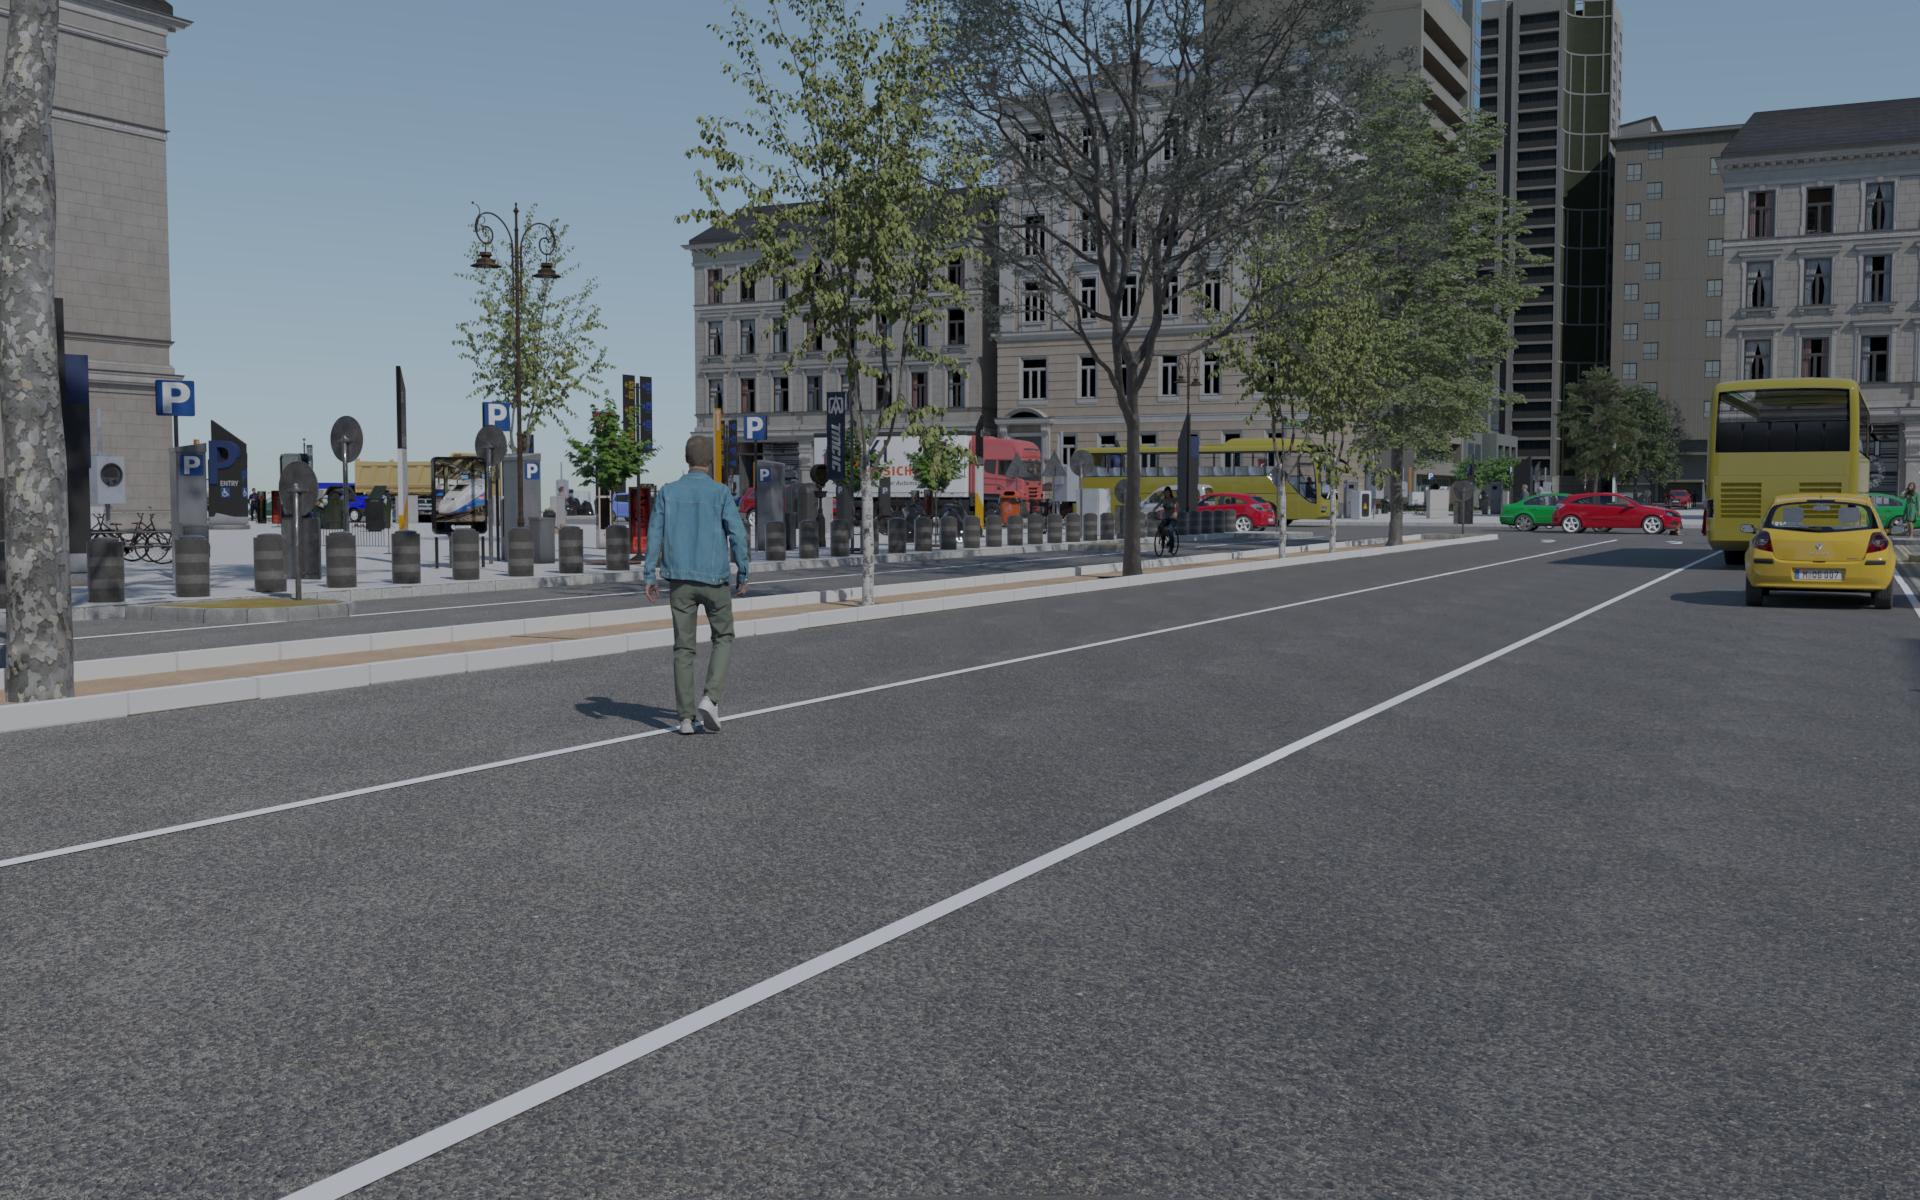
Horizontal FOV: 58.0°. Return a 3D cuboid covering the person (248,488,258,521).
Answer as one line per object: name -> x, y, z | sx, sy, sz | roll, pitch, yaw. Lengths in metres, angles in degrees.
person -> -35.137, -4.708, 86.184 | 0.576, 1.737, 0.504 | -1, 4, -17

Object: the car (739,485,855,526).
car -> -6.867, -3.942, 73.117 | 5.304, 1.827, 2.281 | 2, 4, 28

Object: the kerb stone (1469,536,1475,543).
kerb stone -> 14.943, -1.764, 51.029 | 0.120, 0.150, 1.000 | 2, 4, 27

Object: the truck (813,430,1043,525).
truck -> -1.181, -5.452, 78.055 | 11.283, 4.237, 2.839 | 2, 4, 26

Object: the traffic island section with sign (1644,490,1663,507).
traffic island section with sign -> 64.461, -9.400, 162.322 | 1.989, 1.847, 2.006 | 2, 4, 27

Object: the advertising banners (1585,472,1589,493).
advertising banners -> 49.805, -8.650, 137.617 | 0.090, 3.025, 2.074 | 2, 4, 30

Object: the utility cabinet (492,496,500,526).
utility cabinet -> -18.259, -3.579, 69.680 | 1.020, 1.237, 0.306 | -1, 4, -22

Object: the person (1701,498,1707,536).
person -> 25.724, -2.972, 59.562 | 0.387, 1.526, 0.523 | -1, 4, -9

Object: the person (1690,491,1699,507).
person -> 80.222, -11.051, 189.214 | 1.348, 1.821, 0.705 | -1, 4, -11

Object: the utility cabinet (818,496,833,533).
utility cabinet -> -4.409, -2.797, 56.896 | 0.306, 1.237, 1.020 | 0, 4, 7

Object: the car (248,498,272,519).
car -> -39.080, -5.420, 100.420 | 4.920, 1.459, 2.131 | 2, 4, 25

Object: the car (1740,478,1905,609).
car -> 11.492, -0.789, 23.131 | 2.015, 1.641, 3.980 | 2, 4, 27

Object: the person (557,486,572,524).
person -> -17.726, -4.210, 77.695 | 0.532, 1.782, 0.716 | -3, 5, -42

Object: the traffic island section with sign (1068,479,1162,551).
traffic island section with sign -> 4.055, -2.176, 44.203 | 1.989, 1.847, 2.006 | 2, 4, 27

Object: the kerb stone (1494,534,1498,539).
kerb stone -> 16.825, -1.987, 54.688 | 0.120, 0.150, 1.000 | 2, 4, 27

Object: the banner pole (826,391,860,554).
banner pole -> -2.522, -2.886, 37.198 | 0.863, 3.779, 0.401 | 2, 4, 27

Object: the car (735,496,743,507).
car -> -10.161, -4.768, 90.545 | 3.894, 1.354, 1.945 | 2, 4, 28

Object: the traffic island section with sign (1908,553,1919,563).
traffic island section with sign -> 20.951, -1.682, 36.128 | 1.989, 1.847, 2.006 | 2, 4, 27

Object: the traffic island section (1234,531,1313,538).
traffic island section -> 10.523, -2.161, 57.612 | 2.009, 0.180, 2.903 | 2, 4, 27

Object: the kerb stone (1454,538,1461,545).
kerb stone -> 14.006, -1.646, 49.195 | 0.120, 0.150, 1.000 | 2, 4, 27

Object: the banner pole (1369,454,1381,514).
banner pole -> 26.208, -7.262, 108.756 | 0.401, 3.779, 0.863 | -1, 4, -16

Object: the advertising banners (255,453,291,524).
advertising banners -> -29.459, -4.790, 74.511 | 2.074, 3.025, 0.090 | 1, 4, 19

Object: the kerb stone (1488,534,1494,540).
kerb stone -> 16.352, -1.931, 53.773 | 0.120, 0.150, 1.000 | 2, 4, 27

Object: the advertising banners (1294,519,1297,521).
advertising banners -> 15.454, -5.398, 84.442 | 2.074, 3.025, 0.090 | 2, 4, 33

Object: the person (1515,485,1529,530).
person -> 22.222, -3.658, 68.477 | 0.590, 1.801, 0.661 | 2, 4, 31

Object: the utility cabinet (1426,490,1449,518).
utility cabinet -> 25.033, -5.023, 90.808 | 1.173, 1.500, 0.318 | -1, 4, -21

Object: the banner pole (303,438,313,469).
banner pole -> -29.130, -5.344, 77.389 | 0.863, 3.779, 0.401 | 3, 4, 36

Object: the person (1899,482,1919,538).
person -> 29.402, -2.739, 53.522 | 0.529, 1.795, 0.600 | -3, 5, -42

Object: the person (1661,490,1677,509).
person -> 56.740, -7.913, 138.706 | 1.217, 1.723, 0.721 | 1, 4, 14

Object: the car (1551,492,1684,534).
car -> 23.801, -3.284, 62.733 | 4.494, 1.783, 2.155 | 2, 4, 28

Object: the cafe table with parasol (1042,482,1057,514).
cafe table with parasol -> 5.035, -5.677, 97.679 | 2.610, 1.966, 2.610 | -3, 5, -42

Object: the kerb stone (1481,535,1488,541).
kerb stone -> 15.883, -1.875, 52.858 | 0.120, 0.150, 1.000 | 2, 4, 27

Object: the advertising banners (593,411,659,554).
advertising banners -> -6.807, -2.494, 36.958 | 2.074, 3.025, 0.090 | -2, 4, -23

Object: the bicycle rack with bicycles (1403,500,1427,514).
bicycle rack with bicycles -> 29.778, -5.991, 111.341 | 2.925, 0.926, 2.852 | 0, 4, 0

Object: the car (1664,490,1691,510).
car -> 66.903, -9.341, 161.406 | 2.281, 1.827, 5.304 | 2, 4, 26

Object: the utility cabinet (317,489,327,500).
utility cabinet -> -27.760, -4.079, 75.365 | 0.318, 1.500, 1.173 | -3, 4, -39

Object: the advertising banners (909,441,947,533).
advertising banners -> -1.061, -3.748, 57.465 | 0.090, 3.025, 2.074 | -3, 4, -37

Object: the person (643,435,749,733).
person -> -1.568, -0.091, 10.328 | 0.601, 1.785, 0.444 | 0, 4, 2

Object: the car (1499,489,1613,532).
car -> 23.018, -3.495, 65.942 | 4.718, 1.807, 1.959 | 2, 4, 27

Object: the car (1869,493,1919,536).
car -> 31.395, -3.173, 60.681 | 4.718, 1.807, 1.959 | 2, 4, 26

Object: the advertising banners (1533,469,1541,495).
advertising banners -> 40.987, -7.780, 123.394 | 0.090, 3.025, 2.074 | 0, 4, 0

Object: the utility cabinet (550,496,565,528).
utility cabinet -> -14.832, -3.221, 63.817 | 0.306, 1.237, 1.020 | 0, 4, 3

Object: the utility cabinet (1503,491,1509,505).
utility cabinet -> 41.977, -7.669, 134.065 | 0.318, 1.500, 1.173 | -3, 4, -37

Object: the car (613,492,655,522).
car -> -16.661, -4.924, 90.095 | 3.694, 1.707, 1.945 | 2, 4, 28

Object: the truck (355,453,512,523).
truck -> -24.364, -5.310, 82.746 | 9.791, 3.379, 3.469 | 2, 4, 25

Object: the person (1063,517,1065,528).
person -> 4.531, -3.305, 73.006 | 0.357, 0.543, 0.381 | 1, 4, 15

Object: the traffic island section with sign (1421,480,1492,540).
traffic island section with sign -> 15.901, -2.875, 55.141 | 2.006, 1.907, 1.989 | 2, 4, 27

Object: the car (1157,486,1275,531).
car -> 9.159, -3.297, 62.941 | 4.494, 1.783, 2.155 | 2, 4, 27

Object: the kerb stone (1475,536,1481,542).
kerb stone -> 15.409, -1.819, 51.943 | 0.120, 0.150, 1.000 | 2, 4, 27

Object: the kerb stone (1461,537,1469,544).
kerb stone -> 14.483, -1.703, 50.112 | 0.120, 0.150, 1.000 | 2, 4, 27

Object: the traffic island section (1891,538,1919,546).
traffic island section -> 27.481, -1.632, 48.968 | 2.009, 0.180, 2.903 | 2, 4, 27

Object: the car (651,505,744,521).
car -> -12.169, -4.391, 80.596 | 4.718, 1.807, 1.959 | 2, 4, 27

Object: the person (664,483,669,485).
person -> -12.457, -4.047, 74.035 | 0.474, 1.900, 0.648 | -2, 4, -35

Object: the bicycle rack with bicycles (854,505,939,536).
bicycle rack with bicycles -> -1.752, -2.506, 54.349 | 2.925, 0.926, 2.852 | 1, 4, 22

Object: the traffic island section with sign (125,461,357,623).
traffic island section with sign -> -8.223, -0.707, 20.194 | 1.989, 1.847, 2.006 | 2, 4, 27

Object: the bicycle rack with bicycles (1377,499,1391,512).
bicycle rack with bicycles -> 30.839, -6.765, 123.991 | 2.925, 0.926, 2.852 | -2, 4, -28

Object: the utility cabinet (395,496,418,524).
utility cabinet -> -24.044, -3.921, 75.262 | 0.306, 1.237, 1.020 | 2, 4, 30

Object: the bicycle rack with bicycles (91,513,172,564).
bicycle rack with bicycles -> -15.403, -1.135, 31.947 | 2.925, 0.926, 2.852 | -2, 4, -29
